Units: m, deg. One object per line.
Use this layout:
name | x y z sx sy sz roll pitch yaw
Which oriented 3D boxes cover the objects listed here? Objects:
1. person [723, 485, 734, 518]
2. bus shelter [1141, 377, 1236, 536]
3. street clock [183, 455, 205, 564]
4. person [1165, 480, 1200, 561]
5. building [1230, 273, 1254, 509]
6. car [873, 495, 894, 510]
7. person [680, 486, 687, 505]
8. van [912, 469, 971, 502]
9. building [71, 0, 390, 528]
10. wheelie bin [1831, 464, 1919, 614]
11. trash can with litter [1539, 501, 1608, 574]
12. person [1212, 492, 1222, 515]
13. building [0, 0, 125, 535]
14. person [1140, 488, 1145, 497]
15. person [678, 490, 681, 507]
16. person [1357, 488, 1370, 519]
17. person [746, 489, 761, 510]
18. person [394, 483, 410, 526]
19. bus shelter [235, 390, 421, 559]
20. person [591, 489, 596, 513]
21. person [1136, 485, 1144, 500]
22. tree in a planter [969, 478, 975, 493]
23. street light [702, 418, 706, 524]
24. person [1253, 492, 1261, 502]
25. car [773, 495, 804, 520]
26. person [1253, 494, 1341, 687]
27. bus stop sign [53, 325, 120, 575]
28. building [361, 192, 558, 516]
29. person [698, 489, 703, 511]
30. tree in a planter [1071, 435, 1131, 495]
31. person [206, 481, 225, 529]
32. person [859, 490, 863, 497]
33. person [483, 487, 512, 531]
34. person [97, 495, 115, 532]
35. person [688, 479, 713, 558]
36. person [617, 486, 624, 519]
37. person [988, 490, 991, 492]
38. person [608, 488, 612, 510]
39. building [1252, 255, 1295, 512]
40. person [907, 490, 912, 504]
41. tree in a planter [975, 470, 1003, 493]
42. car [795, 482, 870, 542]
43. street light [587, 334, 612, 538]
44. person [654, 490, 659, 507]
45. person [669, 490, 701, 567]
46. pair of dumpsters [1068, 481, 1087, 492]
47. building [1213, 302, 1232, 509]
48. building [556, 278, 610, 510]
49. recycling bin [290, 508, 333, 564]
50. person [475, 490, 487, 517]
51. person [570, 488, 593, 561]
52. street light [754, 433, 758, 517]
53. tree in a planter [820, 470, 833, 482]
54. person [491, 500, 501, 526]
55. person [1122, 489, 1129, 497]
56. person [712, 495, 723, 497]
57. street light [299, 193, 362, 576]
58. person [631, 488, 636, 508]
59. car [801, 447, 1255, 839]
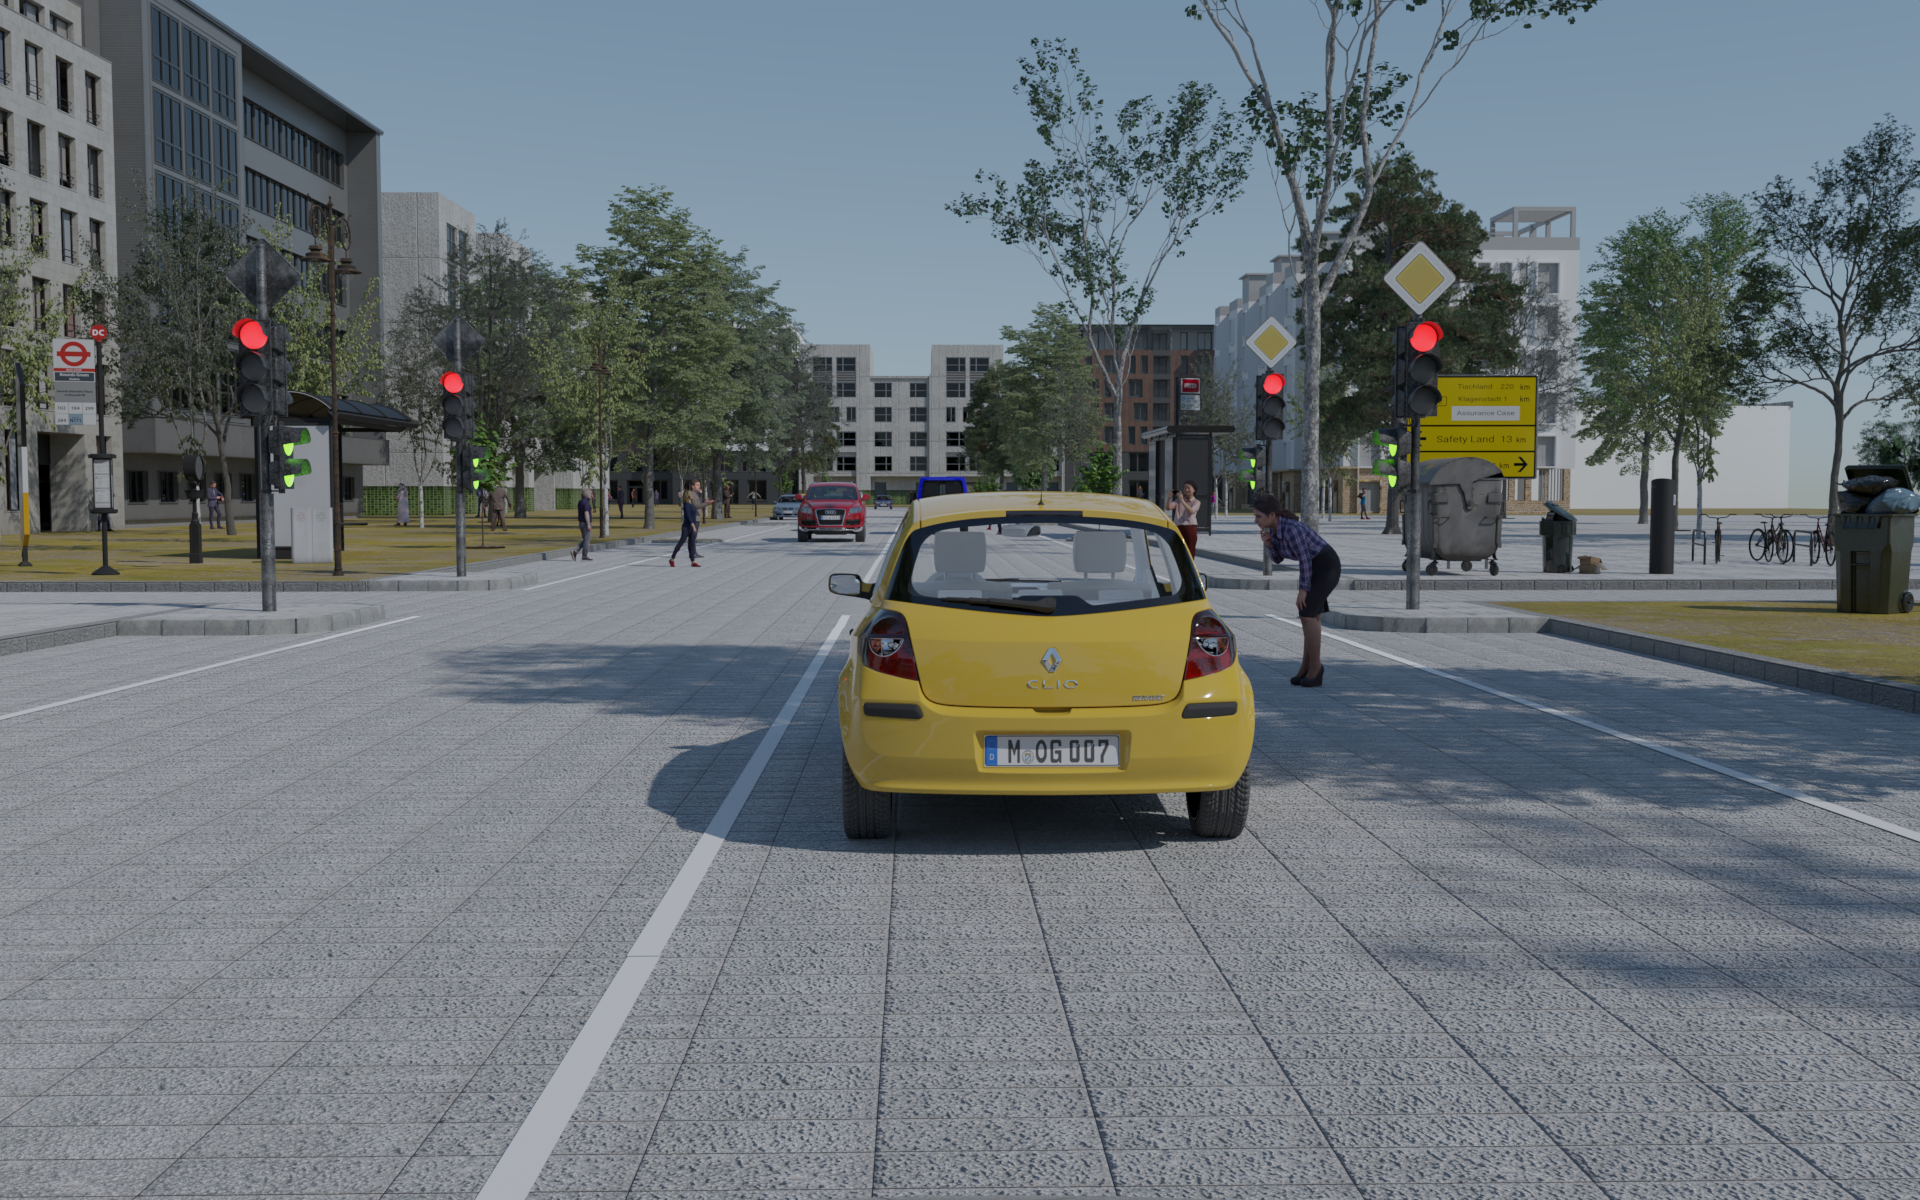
person | -12.344 -5.233 92.295 0.600 1.739 0.565 0 4 -8
bus shelter | 7.274 -4.866 57.183 2.179 5.291 8.768 0 4 -1
street clock | -14.118 -1.675 31.954 0.358 2.002 0.471 0 4 -5
person | 3.413 -1.014 26.541 0.566 1.644 0.517 -1 4 -19
building | 31.561 -17.510 142.715 16.016 20.091 11.380 0 4 -1
car | -7.181 -9.143 162.071 1.945 1.354 3.894 0 4 -3
person | -14.530 -5.158 91.180 0.445 1.727 0.742 -1 4 -10
van | -0.655 -3.598 63.208 2.240 2.365 5.245 0 4 -1
building | -36.864 -15.743 76.460 14.314 24.678 30.058 0 4 -1
wheelie bin | 9.880 -0.659 18.682 0.693 1.594 0.980 -3 4 -37
trash can with litter | 9.951 -1.022 28.089 1.055 1.170 0.624 2 4 35
person | 15.302 -5.804 104.168 0.991 1.433 0.599 -1 4 -23
building | -34.858 -12.116 52.850 10.420 20.320 16.860 0 4 -1
person | 17.842 -10.022 169.776 0.599 1.838 0.709 -2 4 -25
person | -27.994 -10.209 173.673 0.721 1.736 1.217 0 4 5
person | 20.401 -4.864 87.440 0.662 1.594 0.647 0 3 0
person | -16.750 -8.187 140.689 1.217 1.735 0.721 -1 4 -19
person | -22.642 -3.889 70.291 0.621 1.740 0.551 0 4 6
bus shelter | -13.140 -2.603 36.479 2.014 3.302 5.546 0 4 -2
person | -24.954 -6.750 117.871 0.415 1.643 0.593 -1 4 -13
person | 11.054 -6.154 106.689 0.705 1.821 1.348 1 4 20
tree in a planter | 1.704 -9.716 156.077 1.991 3.239 1.994 0 4 -1
street light | -10.977 -6.195 74.073 0.468 5.910 1.993 0 4 -1
person | 21.561 -7.297 125.883 0.617 1.759 0.750 0 4 -4
car | -9.375 -5.170 96.532 2.014 1.417 4.499 0 4 0
person | 2.501 -0.069 12.869 0.697 1.427 0.421 -1 4 -17
bus stop sign | -13.773 -2.361 27.312 0.855 3.939 0.416 -1 4 -20
building | -39.248 -15.343 117.315 16.747 18.905 31.486 0 4 -1
person | -20.073 -7.740 133.394 0.445 1.727 0.742 -3 5 -41
tree in a planter | 4.241 -3.384 52.555 1.991 3.239 1.994 0 4 -1
person | -27.165 -3.475 63.307 0.568 1.767 0.683 1 4 12
person | -7.894 -7.785 136.447 0.551 1.740 0.621 -3 4 -39
person | -16.037 -3.274 60.131 0.990 1.755 0.434 0 4 1
person | -29.240 -3.201 59.199 0.655 1.722 0.431 -3 5 -39
person | -5.793 -1.823 38.842 0.750 1.759 0.617 1 4 11
person | -17.276 -4.969 88.208 0.530 1.710 0.541 2 4 28
person | 1.243 -3.603 69.286 0.647 1.594 0.662 -2 4 -33
person | -27.557 -7.907 136.010 0.721 1.739 1.217 -2 4 -29
building | 31.354 -16.768 130.583 16.016 20.091 11.380 0 4 -1
person | -4.736 -9.742 167.919 0.705 1.807 1.348 -3 4 -36
tree in a planter | 2.368 -8.056 128.946 1.991 3.239 1.994 0 4 -1
car | -3.916 -2.732 53.342 2.281 1.827 5.304 0 4 -3
street light | -10.437 -4.739 50.274 0.468 5.910 1.993 0 4 -1
person | -31.009 -10.398 176.964 0.541 1.710 0.530 -1 4 -18
person | -5.404 -1.403 33.980 0.613 1.512 0.480 -1 4 -14
pair of dumpsters | 6.405 -5.176 87.128 1.574 2.255 4.436 0 4 -1
building | 30.889 -18.204 154.061 16.016 20.091 11.380 0 4 -1
building | -47.728 -17.331 149.820 31.486 18.905 16.747 0 4 -1
recycling bin | -12.061 -1.204 32.245 0.722 1.027 0.722 -1 4 -20
person | -26.891 -5.586 97.243 0.709 1.838 0.599 0 4 -7
person | -8.048 -1.604 36.932 0.471 1.553 0.569 0 4 2
street light | -11.517 -7.631 97.555 0.468 5.910 1.993 0 4 -1
tree in a planter | -9.948 -8.041 128.698 1.991 3.239 1.994 0 4 -1
person | -18.526 -3.717 69.186 0.546 1.535 0.453 0 4 1
person | 15.079 -9.367 159.922 1.217 1.736 0.721 -1 4 -21
person | -21.316 -8.939 152.927 1.217 1.736 0.721 -1 4 -21
street light | -9.759 -3.316 27.009 0.468 5.910 1.993 0 4 -1
person | -30.787 -9.621 163.316 0.705 1.831 1.348 0 4 1
car | 0.320 0.097 8.633 2.015 1.641 3.980 0 4 -1
